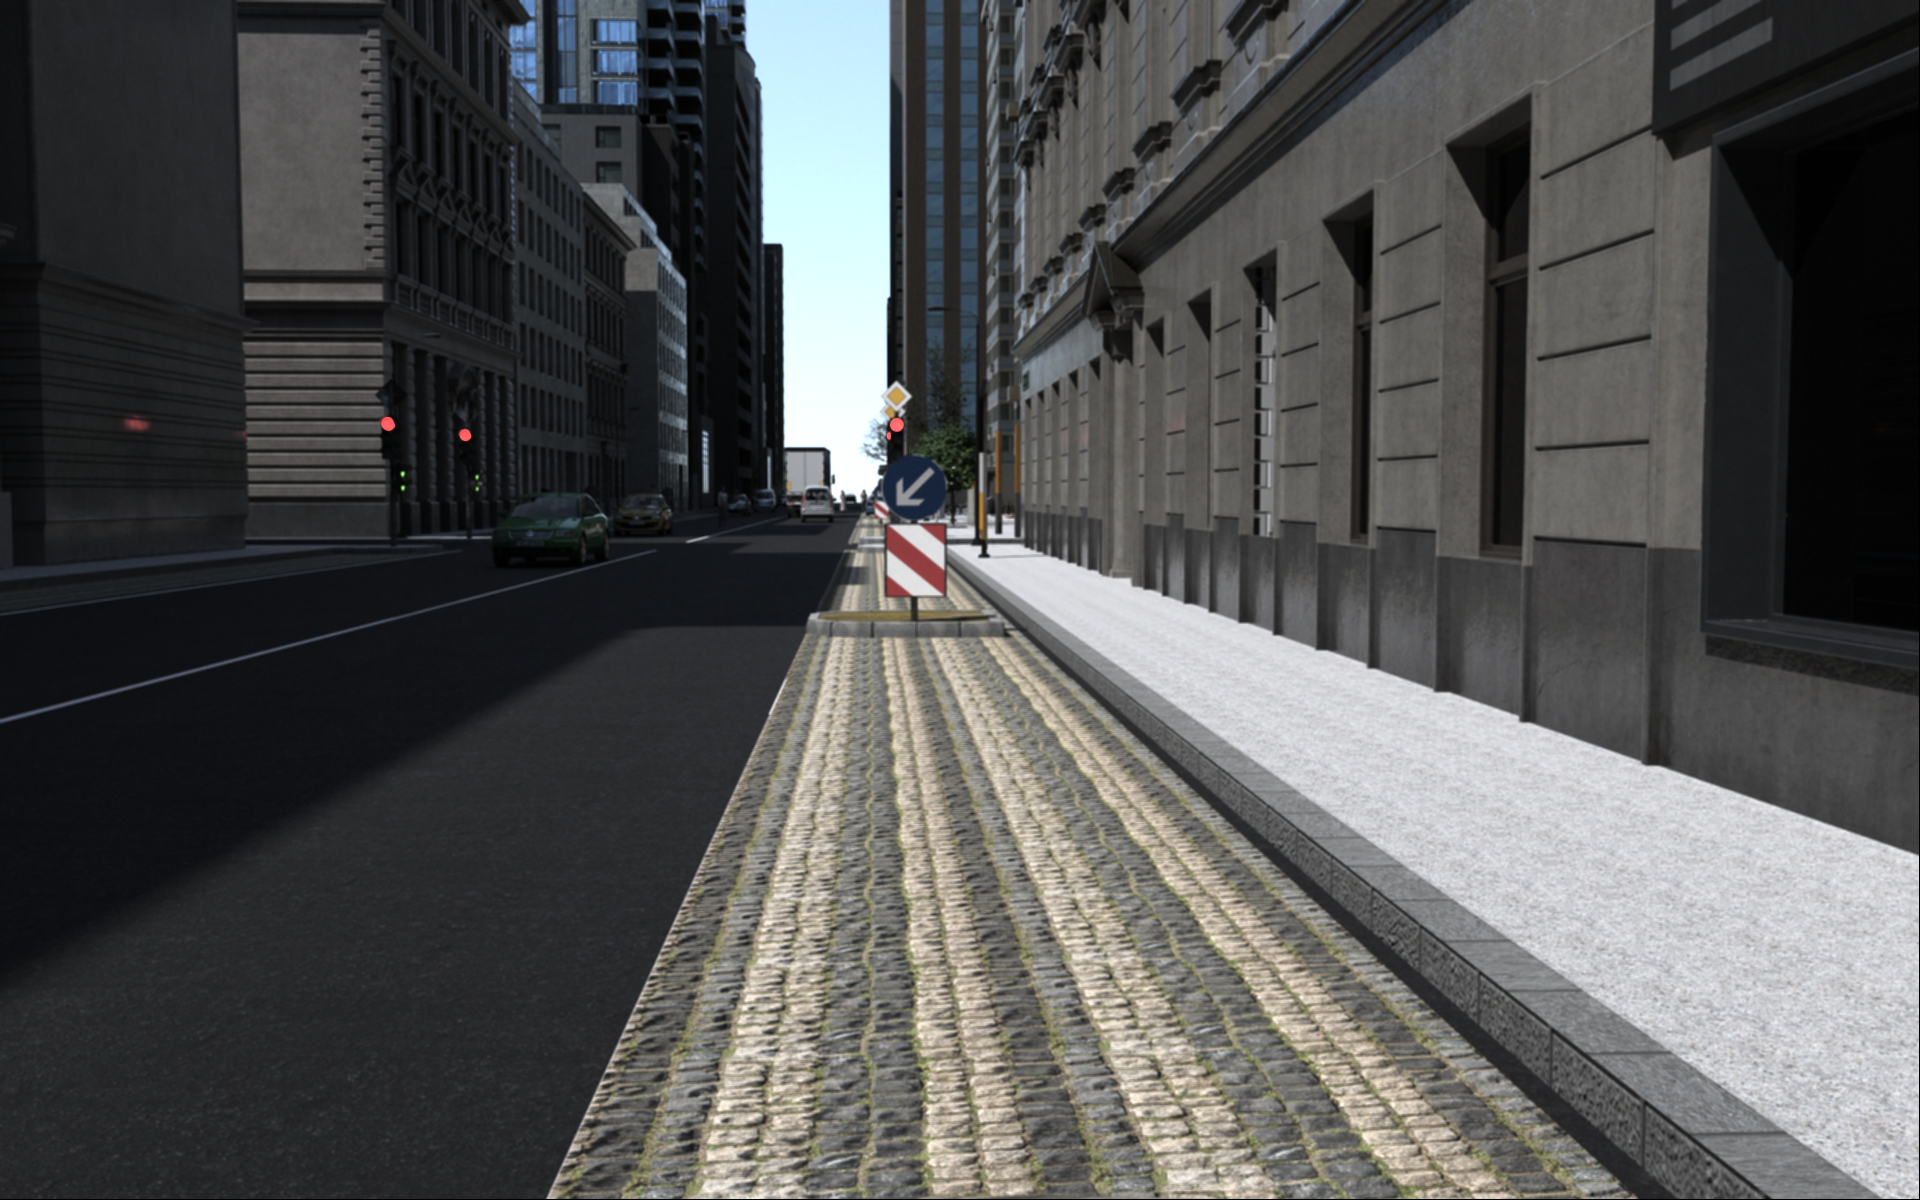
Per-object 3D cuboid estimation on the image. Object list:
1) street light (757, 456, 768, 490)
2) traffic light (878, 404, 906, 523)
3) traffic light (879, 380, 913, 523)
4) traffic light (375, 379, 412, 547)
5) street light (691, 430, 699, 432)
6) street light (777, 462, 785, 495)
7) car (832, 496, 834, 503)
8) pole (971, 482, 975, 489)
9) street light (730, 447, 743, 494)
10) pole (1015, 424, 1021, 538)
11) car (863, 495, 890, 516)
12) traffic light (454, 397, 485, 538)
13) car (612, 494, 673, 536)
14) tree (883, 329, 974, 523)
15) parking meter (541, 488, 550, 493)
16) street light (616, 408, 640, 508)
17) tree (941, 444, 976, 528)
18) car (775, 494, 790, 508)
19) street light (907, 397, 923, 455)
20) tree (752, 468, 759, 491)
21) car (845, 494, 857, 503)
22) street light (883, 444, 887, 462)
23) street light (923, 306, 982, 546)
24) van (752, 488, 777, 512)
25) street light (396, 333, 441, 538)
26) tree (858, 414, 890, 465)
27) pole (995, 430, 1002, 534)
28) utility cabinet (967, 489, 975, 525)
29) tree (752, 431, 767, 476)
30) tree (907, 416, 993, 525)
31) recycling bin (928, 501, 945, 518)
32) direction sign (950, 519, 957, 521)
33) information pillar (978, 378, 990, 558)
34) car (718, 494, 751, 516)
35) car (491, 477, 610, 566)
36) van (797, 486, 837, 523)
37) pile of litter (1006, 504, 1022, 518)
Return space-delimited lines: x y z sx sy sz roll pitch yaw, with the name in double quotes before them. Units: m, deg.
"street light" -23.916 -14.494 209.514 1.470 5.913 1.316 0 4 -3
"traffic light" -1.993 -3.788 50.848 0.839 4.253 0.868 0 4 -3
"traffic light" -1.585 -3.300 42.873 0.839 4.253 0.868 0 4 -3
"traffic light" -13.829 -3.261 42.232 0.839 4.253 0.868 0 4 -3
"street light" -19.730 -9.415 126.474 1.470 5.913 1.316 0 4 -3
"street light" -26.070 -17.136 252.712 1.470 5.913 1.316 0 4 -3
"car" -20.588 -15.943 270.254 1.945 1.707 3.694 0 4 -3
"pole" 0.651 -5.524 84.153 0.158 3.312 0.155 0 3 0
"street light" -21.843 -12.029 169.214 1.470 5.913 1.316 0 4 -3
"pole" 1.701 -3.486 50.845 0.158 3.312 0.155 0 3 0
"car" -5.014 -5.872 108.013 2.014 1.417 4.499 0 4 -3
"traffic light" -14.238 -3.748 50.207 0.839 4.253 0.868 0 4 -3
"car" -11.025 -3.065 60.330 2.015 1.641 3.980 0 4 -4
"tree" -1.179 -7.782 77.604 4.360 8.622 3.978 0 3 0
"parking meter" -17.256 -3.896 72.117 0.372 1.533 0.369 0 3 0
"street light" -17.868 -7.373 93.086 1.470 5.913 1.316 0 4 -3
"tree" -0.335 -4.377 66.163 1.663 3.219 1.824 0 3 0
"car" -18.039 -10.110 177.095 2.131 1.459 4.920 0 4 -3
"street light" -2.133 -6.699 82.066 1.470 5.913 1.316 0 4 -3
"tree" -24.110 -12.955 195.522 4.285 4.588 4.351 0 3 0
"car" -17.015 -15.921 269.101 1.959 1.807 4.718 0 4 -4
"street light" -6.068 -11.429 159.404 1.470 5.913 1.316 0 4 -3
"street light" -0.106 -4.305 42.935 1.470 5.913 1.316 0 4 -3
"van" -15.521 -7.986 137.580 2.013 2.044 4.112 0 4 -4
"street light" -15.716 -4.750 50.204 1.470 5.913 1.316 0 4 -3
"tree" -7.279 -18.404 211.272 12.009 13.543 11.850 0 3 0
"pole" 1.240 -3.764 55.382 0.158 3.312 0.155 0 3 0
"utility cabinet" 0.560 -3.797 70.757 0.318 1.500 1.173 1 4 13
"tree" -24.381 -15.322 200.883 4.360 8.622 3.978 0 3 0
"tree" -0.237 -5.471 73.164 4.285 4.588 4.351 0 3 0
"recycling bin" -1.264 -4.898 92.631 0.722 1.027 0.722 2 4 26
"direction sign" -0.324 -5.466 81.362 0.876 3.537 0.379 3 5 41
"information pillar" 0.472 -2.660 34.846 0.183 3.616 0.504 1 4 11
"car" -14.669 -6.189 112.991 2.131 1.459 4.920 0 4 -2
"car" -8.403 -1.649 35.751 1.959 1.807 4.718 0 4 -2
"van" -7.284 -4.970 88.275 2.013 2.044 4.112 0 4 -5
"pile of litter" 3.045 -4.796 92.371 1.176 0.858 1.719 -1 4 -8
